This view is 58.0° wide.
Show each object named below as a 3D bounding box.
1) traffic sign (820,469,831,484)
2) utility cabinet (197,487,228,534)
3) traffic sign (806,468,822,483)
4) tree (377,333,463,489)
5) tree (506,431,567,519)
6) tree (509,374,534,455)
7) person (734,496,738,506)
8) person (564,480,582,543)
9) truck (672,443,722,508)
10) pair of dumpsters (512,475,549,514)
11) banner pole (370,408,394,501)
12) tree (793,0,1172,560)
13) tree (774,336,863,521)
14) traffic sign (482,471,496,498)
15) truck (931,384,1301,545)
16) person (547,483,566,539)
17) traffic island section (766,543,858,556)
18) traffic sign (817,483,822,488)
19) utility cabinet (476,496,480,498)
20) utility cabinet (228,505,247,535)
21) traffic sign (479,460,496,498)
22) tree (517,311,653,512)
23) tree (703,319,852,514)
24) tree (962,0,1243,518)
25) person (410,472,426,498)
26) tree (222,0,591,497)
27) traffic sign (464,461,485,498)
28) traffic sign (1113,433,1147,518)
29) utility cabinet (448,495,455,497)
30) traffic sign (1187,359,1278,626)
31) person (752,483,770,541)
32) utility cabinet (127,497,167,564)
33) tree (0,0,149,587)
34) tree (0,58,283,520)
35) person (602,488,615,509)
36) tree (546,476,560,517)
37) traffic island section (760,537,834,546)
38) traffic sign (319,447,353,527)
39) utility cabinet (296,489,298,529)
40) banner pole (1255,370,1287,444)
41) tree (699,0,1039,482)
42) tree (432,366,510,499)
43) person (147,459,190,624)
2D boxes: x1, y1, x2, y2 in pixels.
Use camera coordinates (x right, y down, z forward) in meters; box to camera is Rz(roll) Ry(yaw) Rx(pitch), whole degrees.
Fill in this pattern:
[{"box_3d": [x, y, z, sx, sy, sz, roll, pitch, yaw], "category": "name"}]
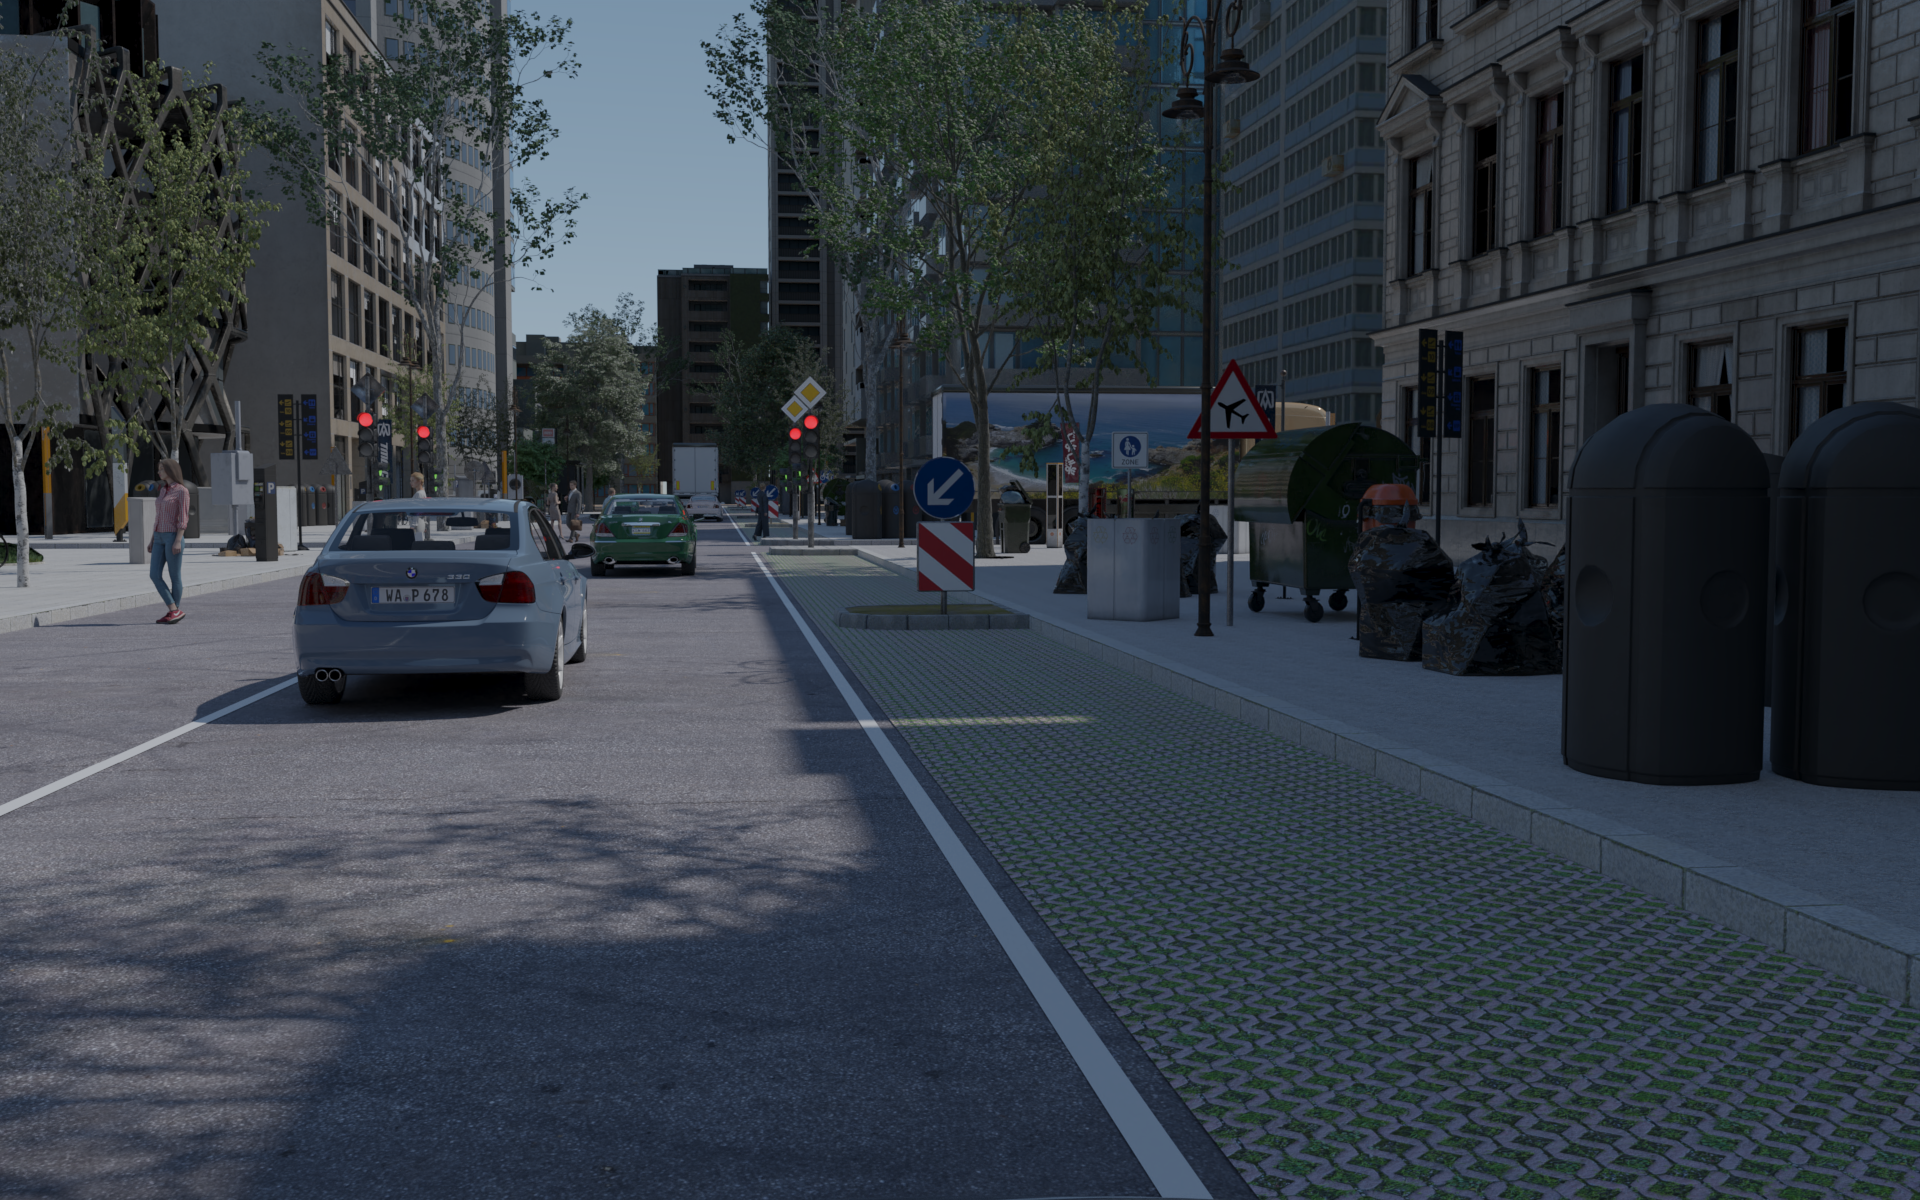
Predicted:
[{"box_3d": [-6.744, -5.328, 87.225, 0.768, 2.556, 0.104, 0, 4, -6], "category": "traffic sign"}, {"box_3d": [-23.900, -2.853, 55.317, 1.173, 1.500, 0.318, -2, 4, -26], "category": "utility cabinet"}, {"box_3d": [-7.215, -5.195, 84.945, 0.884, 2.594, 0.081, 0, 4, -4], "category": "traffic sign"}, {"box_3d": [-24.480, -7.854, 78.771, 4.737, 8.622, 4.395, 0, 3, 0], "category": "tree"}, {"box_3d": [-22.178, -6.514, 90.210, 4.285, 4.588, 4.351, 0, 3, 0], "category": "tree"}, {"box_3d": [-28.057, -9.496, 105.615, 4.360, 8.622, 3.978, 0, 3, 0], "category": "tree"}, {"box_3d": [-24.744, -11.237, 192.737, 0.721, 1.766, 1.217, 2, 4, 29], "category": "person"}, {"box_3d": [-11.344, -2.596, 50.905, 0.622, 1.834, 0.822, 2, 4, 26], "category": "person"}, {"box_3d": [-15.325, -6.855, 100.987, 2.839, 4.237, 11.283, 0, 4, -7], "category": "truck"}, {"box_3d": [-21.117, -5.039, 84.878, 1.574, 2.255, 4.437, 0, 4, -8], "category": "pair of dumpsters"}, {"box_3d": [-17.038, -3.719, 50.828, 0.863, 3.779, 0.401, -3, 4, -38], "category": "banner pole"}, {"box_3d": [0.338, -6.634, 34.226, 9.928, 11.665, 9.643, 0, 3, 0], "category": "tree"}, {"box_3d": [-6.784, -7.961, 80.530, 4.360, 8.622, 3.978, 0, 3, 0], "category": "tree"}, {"box_3d": [-20.509, -4.483, 75.427, 0.606, 2.300, 0.079, 0, 4, -5], "category": "traffic sign"}, {"box_3d": [4.957, -3.498, 46.108, 11.283, 4.237, 2.839, 0, 4, -7], "category": "truck"}, {"box_3d": [-12.794, -2.815, 54.868, 0.599, 1.781, 0.374, 3, 5, 41], "category": "person"}, {"box_3d": [-3.544, -1.172, 41.442, 2.009, 0.180, 2.903, 0, 4, -8], "category": "traffic island section"}, {"box_3d": [-8.680, -6.405, 105.901, 0.795, 2.450, 0.064, 0, 4, -4], "category": "traffic sign"}, {"box_3d": [-20.551, -3.809, 73.446, 0.306, 1.237, 1.020, -2, 4, -25], "category": "utility cabinet"}, {"box_3d": [-22.299, -2.625, 54.074, 1.020, 1.237, 0.306, -2, 4, -27], "category": "utility cabinet"}, {"box_3d": [-18.294, -4.076, 66.650, 0.884, 2.594, 0.081, 0, 4, -3], "category": "traffic sign"}, {"box_3d": [-26.303, -13.198, 122.434, 9.857, 13.997, 8.962, 0, 3, 0], "category": "tree"}, {"box_3d": [-11.744, -12.040, 113.862, 9.611, 12.733, 9.660, 0, 3, 0], "category": "tree"}, {"box_3d": [1.879, -4.557, 24.866, 4.737, 8.622, 4.395, 0, 3, 0], "category": "tree"}, {"box_3d": [-8.710, -1.168, 27.953, 0.624, 1.780, 0.694, 0, 4, -1], "category": "person"}, {"box_3d": [-18.536, -12.346, 57.749, 12.611, 20.169, 13.585, 0, 3, 0], "category": "tree"}, {"box_3d": [-18.532, -4.036, 66.103, 0.768, 2.556, 0.104, 0, 4, -6], "category": "traffic sign"}, {"box_3d": [2.780, -1.609, 28.430, 0.606, 2.300, 0.079, 0, 4, -8], "category": "traffic sign"}, {"box_3d": [-33.313, -6.260, 113.507, 1.020, 1.237, 0.306, 0, 4, 6], "category": "utility cabinet"}, {"box_3d": [2.623, -1.025, 16.763, 0.884, 2.594, 0.081, 0, 4, -3], "category": "traffic sign"}, {"box_3d": [-6.035, -2.685, 52.821, 0.576, 1.772, 0.534, 2, 4, 32], "category": "person"}, {"box_3d": [-15.041, -1.281, 32.111, 0.306, 1.237, 1.020, 0, 4, -1], "category": "utility cabinet"}, {"box_3d": [-12.945, -4.464, 23.351, 4.360, 8.622, 3.978, 0, 3, 0], "category": "tree"}, {"box_3d": [-13.460, -4.810, 29.004, 4.737, 8.622, 4.395, 0, 3, 0], "category": "tree"}, {"box_3d": [-9.845, -2.359, 48.885, 0.330, 1.601, 0.589, -3, 5, -40], "category": "person"}, {"box_3d": [-23.021, -6.232, 96.492, 1.663, 3.219, 1.824, 0, 3, 0], "category": "tree"}, {"box_3d": [-4.666, -1.655, 49.348, 2.009, 0.180, 2.903, 0, 4, -8], "category": "traffic island section"}, {"box_3d": [-17.058, -2.896, 47.348, 0.884, 2.594, 0.081, 0, 4, -7], "category": "traffic sign"}, {"box_3d": [-24.042, -3.274, 62.210, 0.318, 1.500, 1.173, -2, 4, -29], "category": "utility cabinet"}, {"box_3d": [6.305, -2.750, 34.986, 0.863, 3.779, 0.401, -1, 4, -17], "category": "banner pole"}, {"box_3d": [-1.612, -12.477, 59.888, 12.611, 20.169, 13.585, 0, 3, 0], "category": "tree"}, {"box_3d": [-28.056, -9.092, 99.022, 4.360, 8.622, 3.978, 0, 3, 0], "category": "tree"}, {"box_3d": [-8.779, -0.652, 19.175, 0.555, 1.821, 0.388, 1, 4, 20], "category": "person"}]
